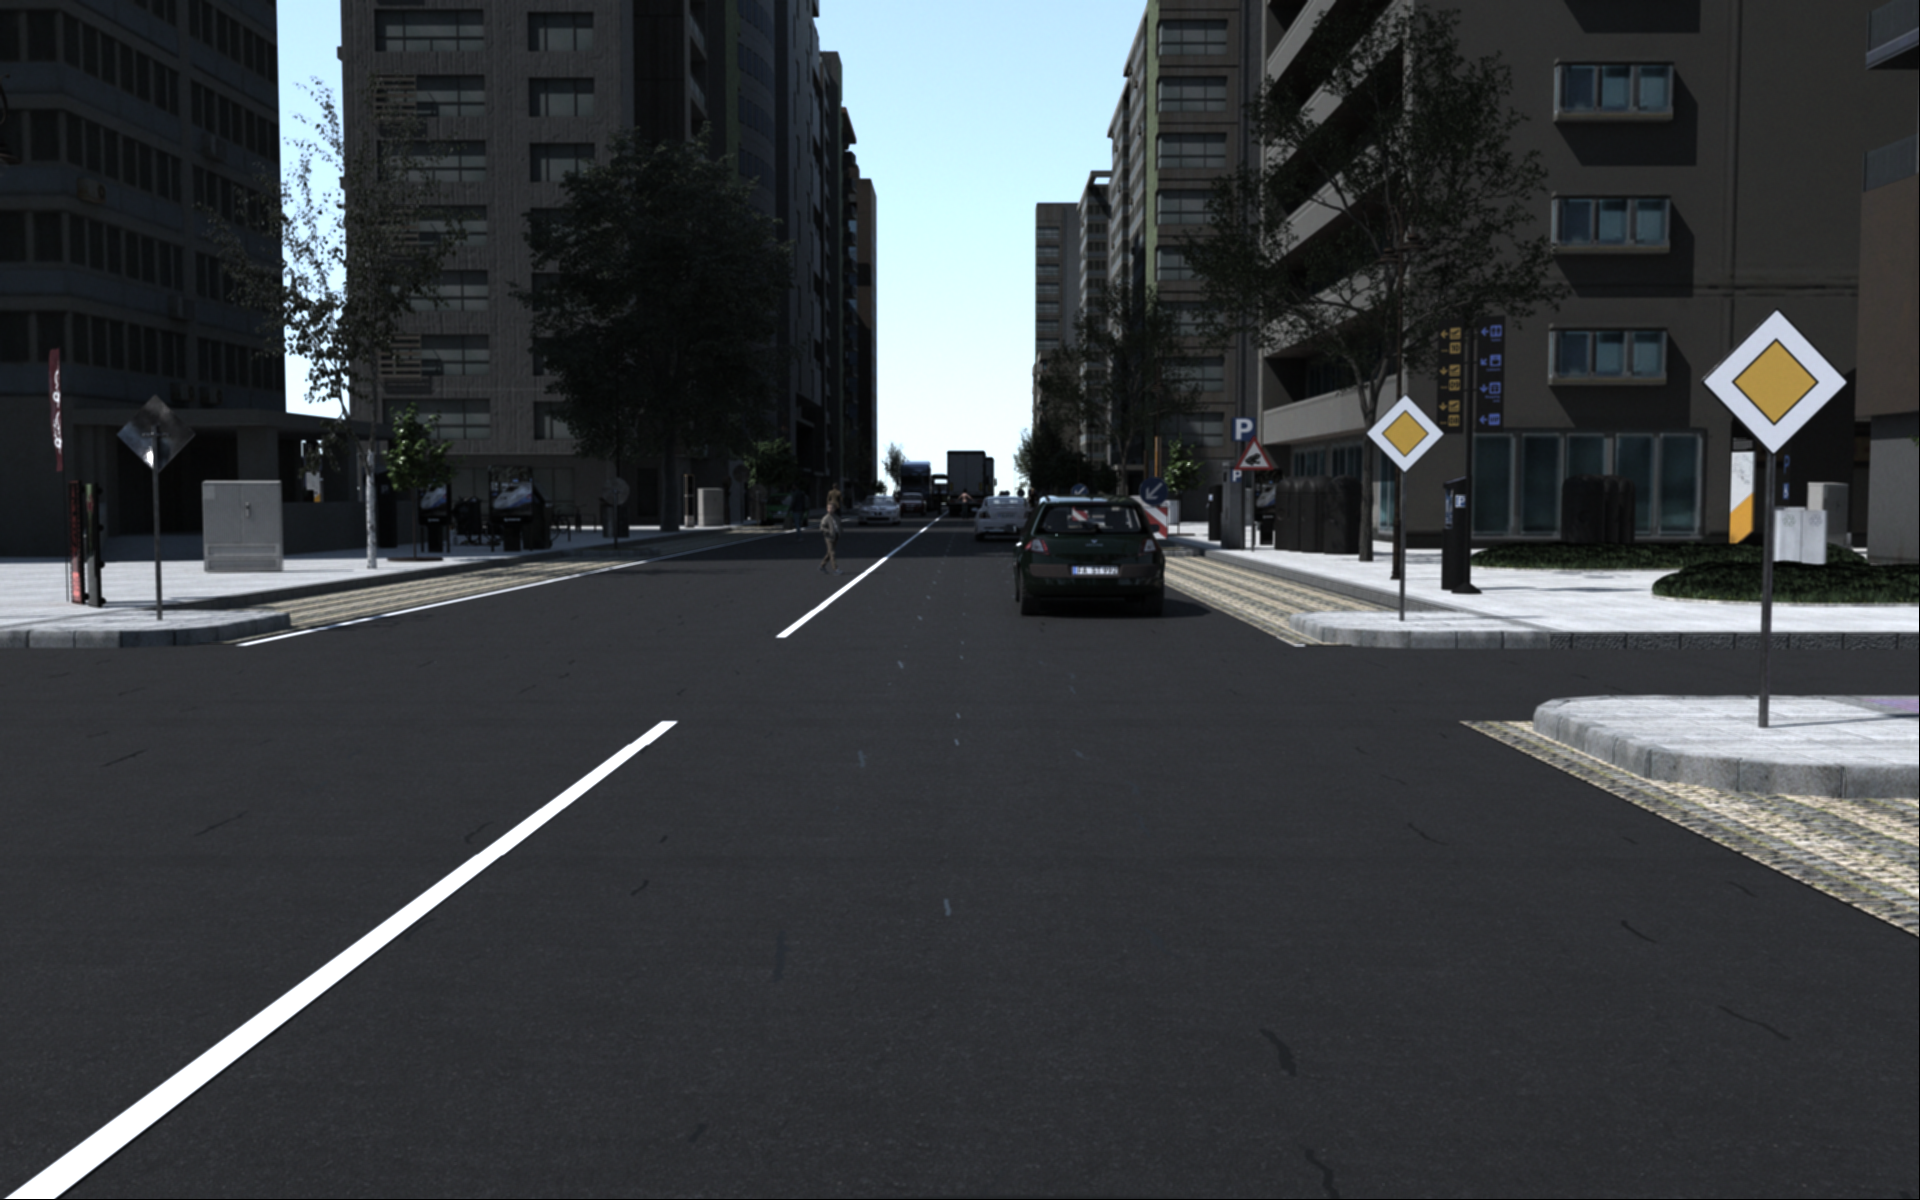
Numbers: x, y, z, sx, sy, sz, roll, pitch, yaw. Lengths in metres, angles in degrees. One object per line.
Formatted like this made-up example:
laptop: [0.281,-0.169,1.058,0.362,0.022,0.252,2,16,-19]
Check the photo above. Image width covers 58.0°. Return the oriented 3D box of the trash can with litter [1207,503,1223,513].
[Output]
trash can with litter: [9.571,-3.173,63.271,1.055,1.170,0.624,0,4,-1]

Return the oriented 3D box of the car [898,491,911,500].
car: [-3.756,-7.439,131.412,2.009,1.686,4.222,0,4,-2]

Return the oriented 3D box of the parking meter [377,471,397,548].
parking meter: [-13.637,-2.172,41.218,0.399,1.863,0.255,0,4,7]

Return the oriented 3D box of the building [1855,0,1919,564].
building: [23.341,-22.829,23.369,14.200,45.320,14.600,0,4,0]

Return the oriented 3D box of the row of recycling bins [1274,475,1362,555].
row of recycling bins: [7.903,-1.909,38.332,1.069,1.692,3.534,-1,4,-12]

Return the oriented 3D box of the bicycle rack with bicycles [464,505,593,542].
bicycle rack with bicycles: [-12.031,-2.055,46.977,2.925,0.926,2.852,-3,5,-40]

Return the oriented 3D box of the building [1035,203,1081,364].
building: [17.524,-34.319,244.710,14.154,41.232,14.086,0,4,0]

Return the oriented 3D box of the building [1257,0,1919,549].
building: [21.092,-26.031,49.310,21.300,48.544,21.600,0,4,0]

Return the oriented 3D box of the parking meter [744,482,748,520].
parking meter: [-10.738,-4.896,85.754,0.399,1.863,0.255,-3,5,-40]

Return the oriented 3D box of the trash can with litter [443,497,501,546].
trash can with litter: [-11.959,-1.955,43.027,1.678,1.210,2.233,-3,5,-45]

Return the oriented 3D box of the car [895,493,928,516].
car: [-3.193,-6.437,114.293,2.155,1.783,4.494,0,4,1]

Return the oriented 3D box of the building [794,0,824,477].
building: [-25.162,-33.339,134.336,28.713,52.752,27.495,0,4,0]

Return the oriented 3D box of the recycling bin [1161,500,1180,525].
recycling bin: [8.590,-3.604,71.484,0.722,1.027,0.722,3,5,43]

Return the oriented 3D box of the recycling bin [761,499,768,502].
recycling bin: [-9.424,-4.475,85.717,0.722,1.027,0.722,1,4,10]

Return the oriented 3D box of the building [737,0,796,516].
building: [-22.046,-34.485,105.836,21.231,58.520,28.212,0,4,0]

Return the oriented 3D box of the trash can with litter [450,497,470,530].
trash can with litter: [-18.046,-3.097,62.025,1.055,1.170,0.624,1,4,19]

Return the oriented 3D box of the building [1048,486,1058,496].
building: [26.303,-30.863,196.485,32.217,40.220,23.993,0,4,0]

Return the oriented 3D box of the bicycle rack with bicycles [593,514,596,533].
bicycle rack with bicycles: [-13.306,-2.695,57.441,2.852,0.926,2.925,-2,4,-27]

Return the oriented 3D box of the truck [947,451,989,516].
truck: [0.510,-7.852,117.296,2.839,4.237,11.283,0,4,1]

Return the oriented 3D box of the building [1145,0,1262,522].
building: [16.025,-24.552,85.015,14.154,41.232,14.086,0,4,0]

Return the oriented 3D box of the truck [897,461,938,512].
truck: [-3.368,-9.623,147.092,2.967,4.110,18.799,0,4,2]

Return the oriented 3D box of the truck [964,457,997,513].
truck: [1.440,-9.031,136.565,2.839,4.237,11.283,0,4,2]

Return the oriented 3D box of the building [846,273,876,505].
building: [-27.066,-32.294,219.890,32.217,40.220,23.993,0,4,0]

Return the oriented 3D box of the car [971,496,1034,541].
car: [1.394,-2.544,53.957,2.083,1.381,4.827,0,3,0]

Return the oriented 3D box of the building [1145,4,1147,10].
building: [25.475,-26.773,129.617,32.217,40.220,23.993,0,4,0]

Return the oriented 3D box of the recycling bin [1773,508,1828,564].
recycling bin: [13.128,-0.890,27.104,0.722,1.027,0.722,1,4,20]

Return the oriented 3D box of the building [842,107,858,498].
building: [-22.904,-32.904,192.597,22.147,44.769,28.867,0,4,0]

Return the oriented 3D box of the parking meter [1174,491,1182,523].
parking meter: [9.819,-4.419,77.961,0.255,1.863,0.399,2,4,34]

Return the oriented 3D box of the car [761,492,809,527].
car: [-7.597,-4.058,75.137,1.959,1.807,4.718,0,3,0]

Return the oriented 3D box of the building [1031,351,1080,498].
building: [23.572,-23.167,223.821,27.650,21.520,28.899,0,4,0]

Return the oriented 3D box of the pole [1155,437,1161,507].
pole: [7.030,-4.140,61.525,0.158,3.312,0.155,0,3,0]

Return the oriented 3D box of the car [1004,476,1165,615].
car: [1.566,-0.738,21.854,2.009,1.686,4.222,0,4,1]

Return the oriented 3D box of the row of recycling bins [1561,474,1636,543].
row of recycling bins: [13.585,-1.809,36.695,1.069,1.692,3.534,2,4,34]

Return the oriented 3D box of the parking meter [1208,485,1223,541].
parking meter: [6.999,-2.387,47.442,0.372,1.533,0.369,0,3,0]

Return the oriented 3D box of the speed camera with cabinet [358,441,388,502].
speed camera with cabinet: [-19.121,-3.699,54.821,2.038,3.252,0.660,1,4,12]

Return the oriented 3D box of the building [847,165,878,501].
building: [-18.734,-36.039,239.352,14.600,45.320,14.200,0,4,0]

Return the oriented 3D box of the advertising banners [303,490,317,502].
advertising banners: [-20.940,-3.514,53.648,2.074,3.025,0.090,0,4,5]

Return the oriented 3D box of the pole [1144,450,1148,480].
pole: [8.622,-5.293,80.380,0.158,3.312,0.155,0,3,0]

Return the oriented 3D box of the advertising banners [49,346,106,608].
advertising banners: [-10.300,-1.466,20.158,0.090,3.025,2.074,-3,5,-40]

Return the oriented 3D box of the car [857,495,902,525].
car: [-3.760,-4.215,81.275,2.083,1.381,4.827,0,4,0]

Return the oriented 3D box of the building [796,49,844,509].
building: [-18.001,-28.856,155.394,14.154,41.232,14.086,0,4,0]

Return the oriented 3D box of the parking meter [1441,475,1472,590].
parking meter: [6.647,-0.903,23.174,0.372,1.533,0.369,0,3,0]
